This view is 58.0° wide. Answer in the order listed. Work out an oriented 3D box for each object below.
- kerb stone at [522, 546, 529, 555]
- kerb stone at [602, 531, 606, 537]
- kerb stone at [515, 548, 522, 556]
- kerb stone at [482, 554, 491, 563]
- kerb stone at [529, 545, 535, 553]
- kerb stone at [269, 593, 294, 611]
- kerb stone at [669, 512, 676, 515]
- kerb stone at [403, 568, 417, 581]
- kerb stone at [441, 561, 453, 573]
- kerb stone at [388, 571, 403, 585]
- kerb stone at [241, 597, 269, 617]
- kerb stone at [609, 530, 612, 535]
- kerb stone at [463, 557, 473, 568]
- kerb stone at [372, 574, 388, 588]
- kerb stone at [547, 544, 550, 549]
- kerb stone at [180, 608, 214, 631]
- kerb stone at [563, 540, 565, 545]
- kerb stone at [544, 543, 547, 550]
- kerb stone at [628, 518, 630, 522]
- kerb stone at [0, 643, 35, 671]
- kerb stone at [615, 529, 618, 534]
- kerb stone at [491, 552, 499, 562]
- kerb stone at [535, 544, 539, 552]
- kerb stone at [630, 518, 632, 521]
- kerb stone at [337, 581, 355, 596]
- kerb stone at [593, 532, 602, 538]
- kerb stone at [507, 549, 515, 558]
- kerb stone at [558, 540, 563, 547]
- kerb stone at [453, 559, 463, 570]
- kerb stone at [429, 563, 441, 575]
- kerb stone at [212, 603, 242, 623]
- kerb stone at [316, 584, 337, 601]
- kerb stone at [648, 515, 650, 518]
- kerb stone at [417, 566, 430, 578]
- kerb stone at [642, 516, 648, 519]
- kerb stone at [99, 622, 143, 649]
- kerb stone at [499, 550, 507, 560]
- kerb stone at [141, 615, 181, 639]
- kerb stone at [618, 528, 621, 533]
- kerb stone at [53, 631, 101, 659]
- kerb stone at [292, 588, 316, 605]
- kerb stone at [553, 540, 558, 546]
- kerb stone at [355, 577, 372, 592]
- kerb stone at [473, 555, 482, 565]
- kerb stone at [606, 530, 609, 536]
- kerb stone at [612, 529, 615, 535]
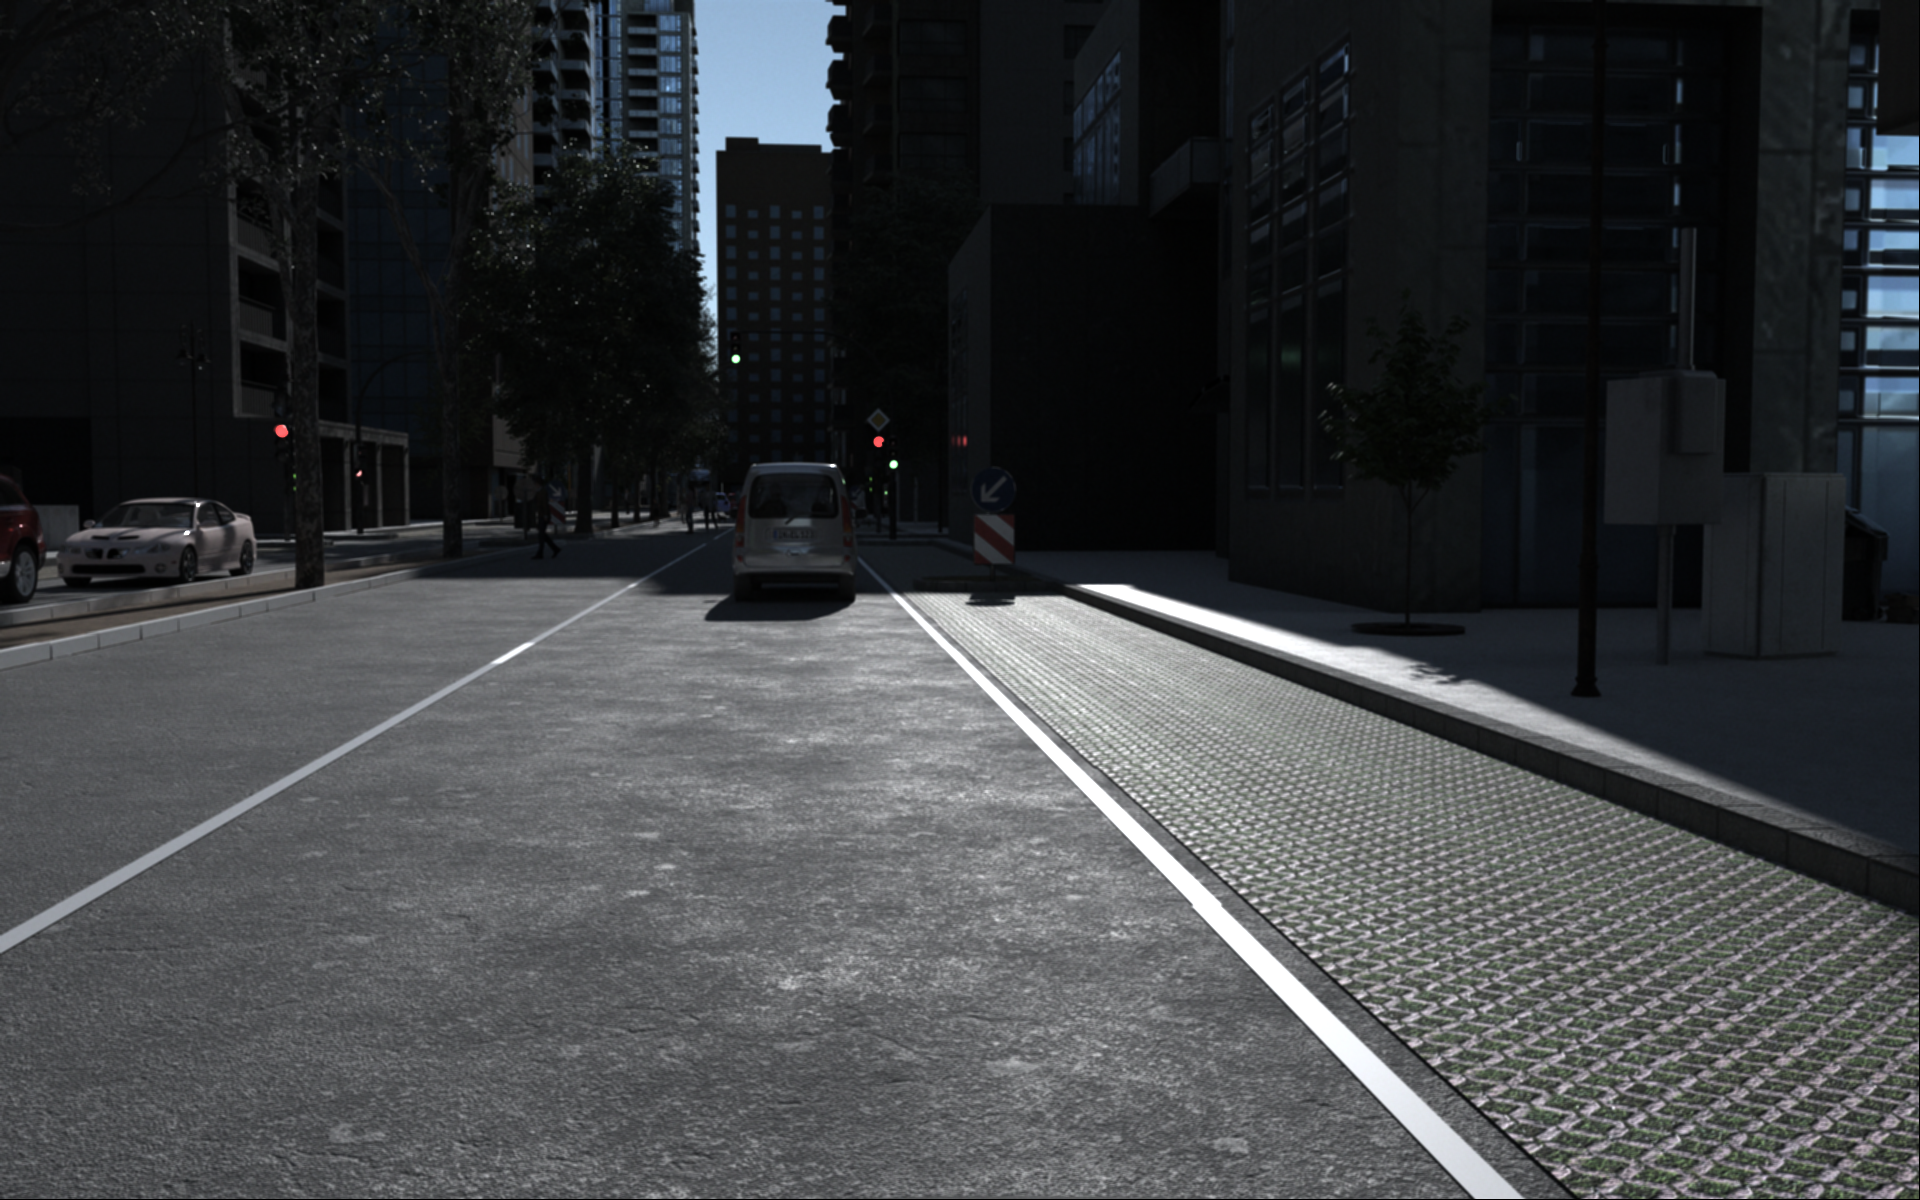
[{"bbox_3d":[-10.415,-1.152,41.037,0.120,0.150,1.000,0,4,-5],"label":"kerb stone"},{"bbox_3d":[-12.046,-2.180,57.881,0.120,0.150,1.000,0,4,-5],"label":"kerb stone"},{"bbox_3d":[-10.325,-1.090,40.019,0.120,0.150,1.000,0,4,-5],"label":"kerb stone"},{"bbox_3d":[-9.936,-0.840,35.924,0.120,0.150,1.000,0,4,-5],"label":"kerb stone"},{"bbox_3d":[-10.521,-1.211,42.054,0.120,0.150,1.000,0,4,-5],"label":"kerb stone"},{"bbox_3d":[-8.556,0.037,21.637,0.120,0.150,1.000,0,4,-5],"label":"kerb stone"},{"bbox_3d":[-20.412,-6.165,122.992,0.120,0.150,1.000,0,4,-5],"label":"kerb stone"},{"bbox_3d":[-9.243,-0.404,28.799,0.120,0.150,1.000,0,4,-5],"label":"kerb stone"},{"bbox_3d":[-9.536,-0.591,31.853,0.120,0.150,1.000,0,4,-5],"label":"kerb stone"},{"bbox_3d":[-9.147,-0.342,27.781,0.120,0.150,1.000,0,4,-5],"label":"kerb stone"},{"bbox_3d":[-8.460,0.097,20.604,0.120,0.150,1.000,0,4,-5],"label":"kerb stone"},{"bbox_3d":[-12.240,-2.305,59.916,0.120,0.150,1.000,0,4,-5],"label":"kerb stone"},{"bbox_3d":[-9.738,-0.715,33.890,0.120,0.150,1.000,0,4,-5],"label":"kerb stone"},{"bbox_3d":[-9.050,-0.271,26.756,0.120,0.150,1.000,0,4,-5],"label":"kerb stone"},{"bbox_3d":[-10.813,-1.401,45.124,0.120,0.150,1.000,0,4,-5],"label":"kerb stone"},{"bbox_3d":[-8.257,0.223,18.565,0.120,0.150,1.000,0,4,-5],"label":"kerb stone"},{"bbox_3d":[-11.109,-1.590,48.184,0.120,0.150,1.000,0,4,-5],"label":"kerb stone"},{"bbox_3d":[-10.721,-1.340,44.100,0.120,0.150,1.000,0,4,-5],"label":"kerb stone"},{"bbox_3d":[-17.069,-4.036,88.283,0.120,0.150,1.000,0,4,-5],"label":"kerb stone"},{"bbox_3d":[-7.876,0.472,14.471,0.120,0.150,1.000,0,4,-5],"label":"kerb stone"},{"bbox_3d":[-12.437,-2.432,61.954,0.120,0.150,1.000,0,4,-5],"label":"kerb stone"},{"bbox_3d":[-10.027,-0.900,36.950,0.120,0.150,1.000,0,4,-5],"label":"kerb stone"},{"bbox_3d":[-10.618,-1.277,43.077,0.120,0.150,1.000,0,4,-5],"label":"kerb stone"},{"bbox_3d":[-17.170,-4.104,89.300,0.120,0.150,1.000,0,4,-5],"label":"kerb stone"},{"bbox_3d":[-8.856,-0.154,24.714,0.120,0.150,1.000,0,4,-5],"label":"kerb stone"},{"bbox_3d":[-11.946,-2.120,56.862,0.120,0.150,1.000,0,4,-5],"label":"kerb stone"},{"bbox_3d":[-10.220,-1.028,38.997,0.120,0.150,1.000,0,4,-5],"label":"kerb stone"},{"bbox_3d":[-11.016,-1.527,47.162,0.120,0.150,1.000,0,4,-5],"label":"kerb stone"},{"bbox_3d":[-9.635,-0.648,32.874,0.120,0.150,1.000,0,4,-5],"label":"kerb stone"},{"bbox_3d":[-9.442,-0.528,30.835,0.120,0.150,1.000,0,4,-5],"label":"kerb stone"},{"bbox_3d":[-8.366,0.160,19.581,0.120,0.150,1.000,0,4,-5],"label":"kerb stone"},{"bbox_3d":[-8.748,-0.091,23.682,0.120,0.150,1.000,0,4,-5],"label":"kerb stone"},{"bbox_3d":[-18.257,-4.792,100.545,0.120,0.150,1.000,0,4,-5],"label":"kerb stone"},{"bbox_3d":[-9.341,-0.460,29.817,0.120,0.150,1.000,0,4,-5],"label":"kerb stone"},{"bbox_3d":[-18.149,-4.730,99.524,0.120,0.150,1.000,0,4,-5],"label":"kerb stone"},{"bbox_3d":[-8.066,0.350,16.510,0.120,0.150,1.000,0,4,-5],"label":"kerb stone"},{"bbox_3d":[-10.131,-0.963,37.979,0.120,0.150,1.000,0,4,-5],"label":"kerb stone"},{"bbox_3d":[-8.161,0.286,17.545,0.120,0.150,1.000,0,4,-5],"label":"kerb stone"},{"bbox_3d":[-12.529,-2.492,62.972,0.120,0.150,1.000,0,4,-5],"label":"kerb stone"},{"bbox_3d":[-7.969,0.418,15.489,0.120,0.150,1.000,0,4,-5],"label":"kerb stone"},{"bbox_3d":[-8.658,-0.028,22.654,0.120,0.150,1.000,0,4,-5],"label":"kerb stone"},{"bbox_3d":[-10.916,-1.465,46.144,0.120,0.150,1.000,0,4,-5],"label":"kerb stone"},{"bbox_3d":[-8.957,-0.210,25.738,0.120,0.150,1.000,0,4,-5],"label":"kerb stone"},{"bbox_3d":[-9.839,-0.775,34.907,0.120,0.150,1.000,0,4,-5],"label":"kerb stone"},{"bbox_3d":[-12.140,-2.245,58.899,0.120,0.150,1.000,0,4,-5],"label":"kerb stone"},{"bbox_3d":[-12.328,-2.370,60.937,0.120,0.150,1.000,0,4,-5],"label":"kerb stone"}]
